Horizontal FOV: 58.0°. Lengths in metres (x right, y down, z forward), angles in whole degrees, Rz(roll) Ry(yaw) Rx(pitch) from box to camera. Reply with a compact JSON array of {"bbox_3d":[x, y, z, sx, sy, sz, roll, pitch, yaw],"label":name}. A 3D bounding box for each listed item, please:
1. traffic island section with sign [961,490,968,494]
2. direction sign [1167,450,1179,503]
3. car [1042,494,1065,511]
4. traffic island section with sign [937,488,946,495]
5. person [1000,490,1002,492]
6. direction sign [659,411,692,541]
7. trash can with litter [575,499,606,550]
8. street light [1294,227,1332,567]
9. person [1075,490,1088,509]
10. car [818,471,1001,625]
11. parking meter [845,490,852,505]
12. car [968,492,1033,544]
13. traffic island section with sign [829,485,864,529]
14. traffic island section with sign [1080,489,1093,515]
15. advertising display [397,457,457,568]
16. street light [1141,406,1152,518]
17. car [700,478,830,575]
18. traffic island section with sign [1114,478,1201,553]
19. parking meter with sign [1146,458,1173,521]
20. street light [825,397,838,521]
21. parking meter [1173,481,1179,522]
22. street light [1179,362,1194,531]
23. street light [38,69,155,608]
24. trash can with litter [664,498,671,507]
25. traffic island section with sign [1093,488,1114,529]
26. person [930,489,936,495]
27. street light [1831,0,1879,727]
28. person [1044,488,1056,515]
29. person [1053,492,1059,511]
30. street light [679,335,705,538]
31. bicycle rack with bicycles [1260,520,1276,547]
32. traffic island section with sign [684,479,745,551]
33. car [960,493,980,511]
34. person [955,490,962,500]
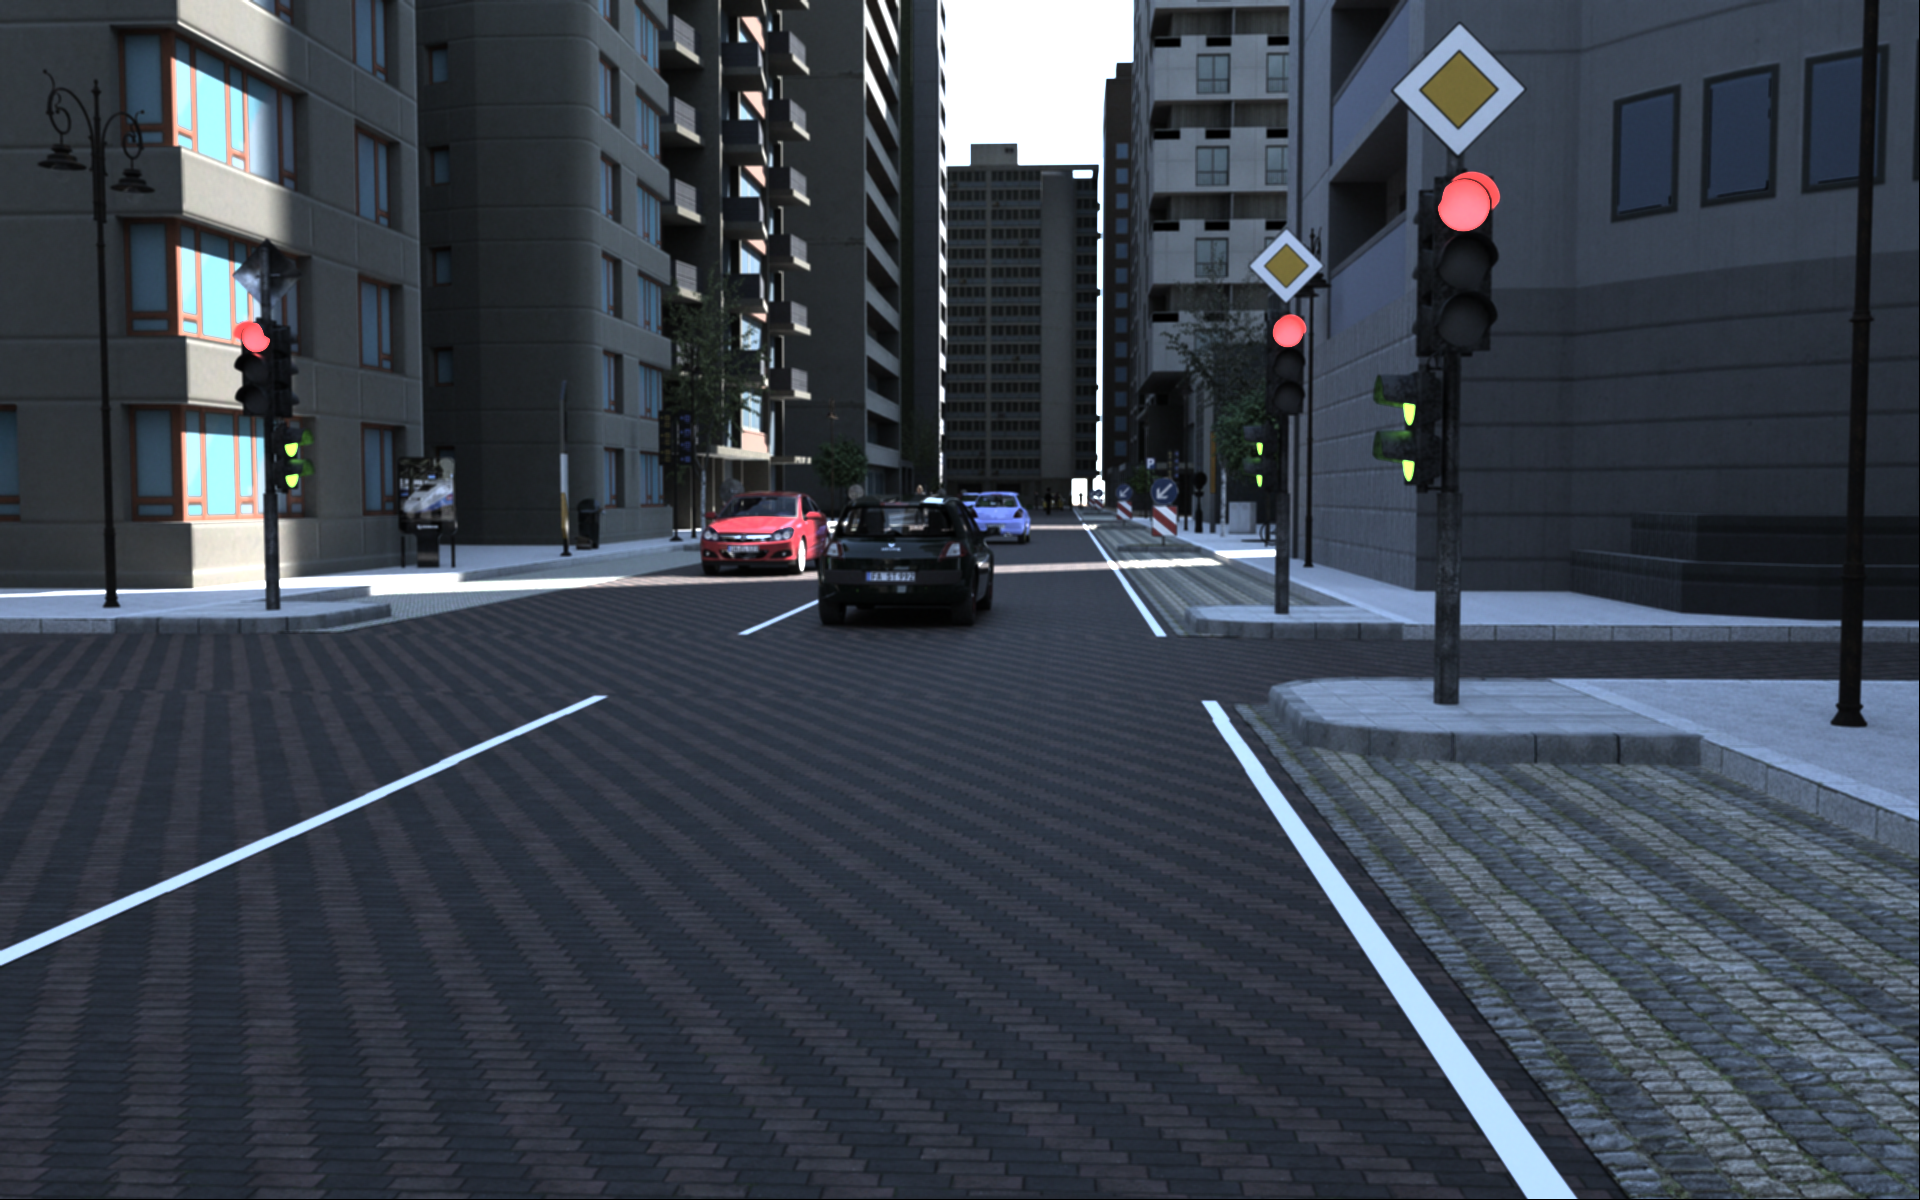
[{"bbox_3d":[0.390,-8.582,148.950,1.989,1.847,2.006,0,4,3],"label":"traffic island section with sign"},{"bbox_3d":[10.844,-5.891,88.312,0.876,3.537,0.379,-3,5,-42],"label":"direction sign"},{"bbox_3d":[7.999,-8.449,148.363,2.015,1.641,3.980,0,4,3],"label":"car"},{"bbox_3d":[-1.242,-6.903,121.498,1.989,1.847,2.006,0,4,3],"label":"traffic island section with sign"},{"bbox_3d":[3.163,-7.757,136.041,1.217,1.735,0.721,-1,4,-12],"label":"person"},{"bbox_3d":[-7.748,-3.375,47.178,0.876,3.537,0.379,-1,4,-13],"label":"direction sign"},{"bbox_3d":[-8.609,-1.765,40.250,0.624,1.170,1.055,0,4,-4],"label":"trash can with litter"},{"bbox_3d":[6.127,-3.517,30.283,0.468,5.910,1.993,0,4,3],"label":"street light"},{"bbox_3d":[11.599,-9.634,165.983,1.348,1.831,0.705,-1,4,-16],"label":"person"},{"bbox_3d":[-0.560,-0.645,20.338,2.009,1.686,4.222,0,4,5],"label":"car"},{"bbox_3d":[-6.076,-5.276,94.669,0.372,1.533,0.369,0,3,0],"label":"parking meter"},{"bbox_3d":[1.171,-2.532,50.981,1.945,1.707,3.694,0,4,5],"label":"car"},{"bbox_3d":[-4.249,-3.813,70.976,1.989,1.847,2.006,0,4,3],"label":"traffic island section with sign"},{"bbox_3d":[9.519,-6.821,120.156,1.989,1.847,2.006,0,4,3],"label":"traffic island section with sign"},{"bbox_3d":[-9.285,-1.529,30.206,0.974,1.923,0.123,0,4,-7],"label":"advertising display"},{"bbox_3d":[9.819,-7.250,91.322,0.468,5.910,1.993,0,4,3],"label":"street light"},{"bbox_3d":[-3.569,-1.416,32.188,2.155,1.783,4.494,0,4,5],"label":"car"},{"bbox_3d":[4.933,-2.111,43.137,1.989,1.847,2.006,0,4,3],"label":"traffic island section with sign"},{"bbox_3d":[9.697,-5.345,83.644,0.543,3.016,1.738,3,5,41],"label":"parking meter with sign"},{"bbox_3d":[-5.967,-6.612,80.894,0.468,5.910,1.993,0,4,3],"label":"street light"},{"bbox_3d":[9.959,-4.535,79.858,0.255,1.863,0.399,0,4,-2],"label":"parking meter"},{"bbox_3d":[7.961,-5.387,60.866,0.468,5.910,1.993,0,4,3],"label":"street light"},{"bbox_3d":[-9.625,-2.855,19.471,0.468,5.910,1.993,0,4,3],"label":"street light"},{"bbox_3d":[-9.304,-2.527,52.706,1.055,1.170,0.624,-1,4,-11],"label":"trash can with litter"},{"bbox_3d":[6.572,-3.797,70.714,1.989,1.847,2.006,0,4,3],"label":"traffic island section with sign"},{"bbox_3d":[-1.786,-6.203,110.726,0.445,1.727,0.742,1,4,19],"label":"person"},{"bbox_3d":[4.937,-2.242,9.441,0.468,5.910,1.993,0,4,3],"label":"street light"},{"bbox_3d":[6.016,-6.651,116.878,0.705,1.869,1.348,-2,4,-28],"label":"person"},{"bbox_3d":[8.040,-8.245,144.780,0.415,1.643,0.593,3,5,45],"label":"person"},{"bbox_3d":[-7.780,-4.751,50.460,0.468,5.910,1.993,0,4,3],"label":"street light"},{"bbox_3d":[8.630,-1.778,42.459,2.925,0.926,2.852,3,4,39],"label":"bicycle rack with bicycles"},{"bbox_3d":[-5.843,-2.168,44.068,1.989,1.847,2.006,0,4,3],"label":"traffic island section with sign"},{"bbox_3d":[0.727,-6.041,108.366,1.945,1.707,3.694,0,4,2],"label":"car"},{"bbox_3d":[0.016,-8.139,142.298,1.217,1.743,0.721,0,4,-2],"label":"person"}]
